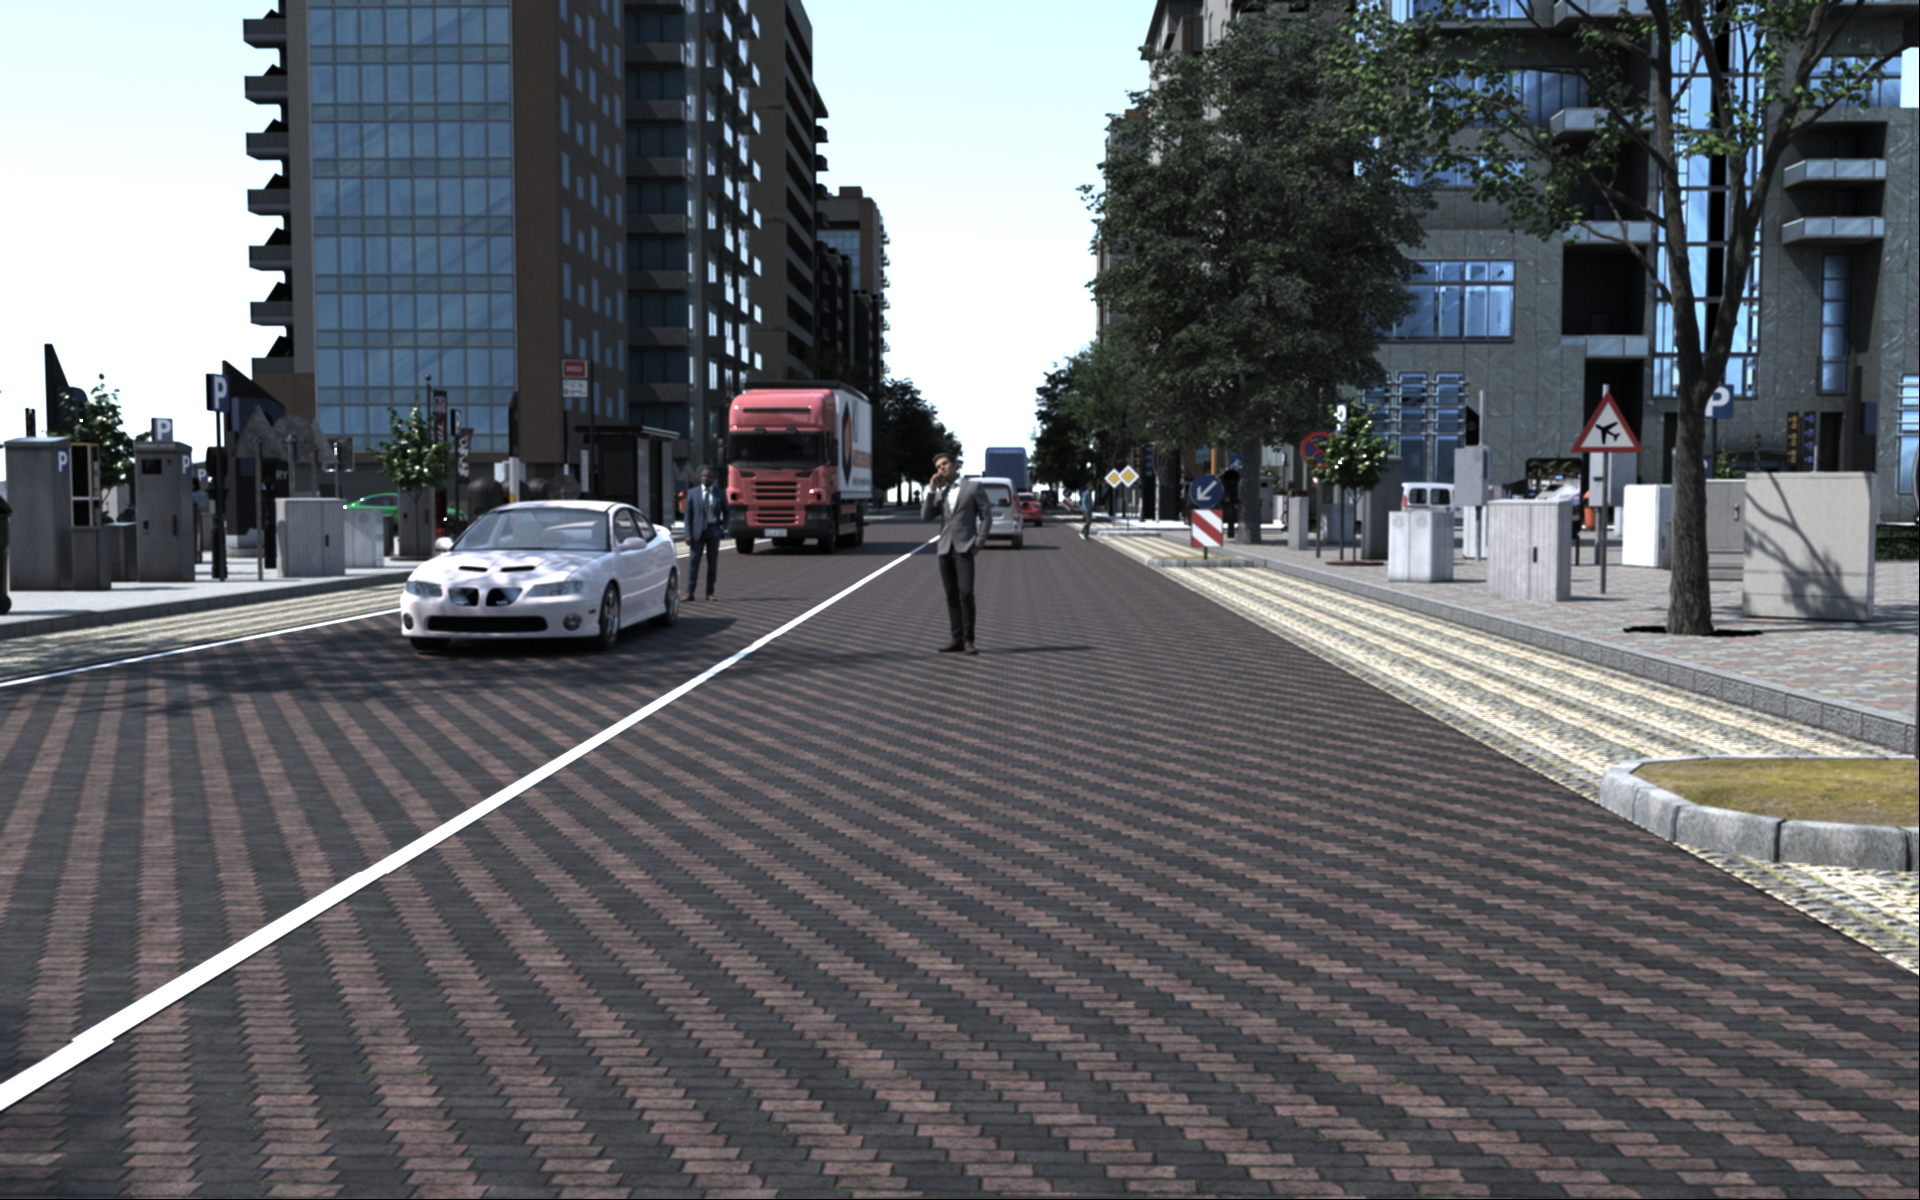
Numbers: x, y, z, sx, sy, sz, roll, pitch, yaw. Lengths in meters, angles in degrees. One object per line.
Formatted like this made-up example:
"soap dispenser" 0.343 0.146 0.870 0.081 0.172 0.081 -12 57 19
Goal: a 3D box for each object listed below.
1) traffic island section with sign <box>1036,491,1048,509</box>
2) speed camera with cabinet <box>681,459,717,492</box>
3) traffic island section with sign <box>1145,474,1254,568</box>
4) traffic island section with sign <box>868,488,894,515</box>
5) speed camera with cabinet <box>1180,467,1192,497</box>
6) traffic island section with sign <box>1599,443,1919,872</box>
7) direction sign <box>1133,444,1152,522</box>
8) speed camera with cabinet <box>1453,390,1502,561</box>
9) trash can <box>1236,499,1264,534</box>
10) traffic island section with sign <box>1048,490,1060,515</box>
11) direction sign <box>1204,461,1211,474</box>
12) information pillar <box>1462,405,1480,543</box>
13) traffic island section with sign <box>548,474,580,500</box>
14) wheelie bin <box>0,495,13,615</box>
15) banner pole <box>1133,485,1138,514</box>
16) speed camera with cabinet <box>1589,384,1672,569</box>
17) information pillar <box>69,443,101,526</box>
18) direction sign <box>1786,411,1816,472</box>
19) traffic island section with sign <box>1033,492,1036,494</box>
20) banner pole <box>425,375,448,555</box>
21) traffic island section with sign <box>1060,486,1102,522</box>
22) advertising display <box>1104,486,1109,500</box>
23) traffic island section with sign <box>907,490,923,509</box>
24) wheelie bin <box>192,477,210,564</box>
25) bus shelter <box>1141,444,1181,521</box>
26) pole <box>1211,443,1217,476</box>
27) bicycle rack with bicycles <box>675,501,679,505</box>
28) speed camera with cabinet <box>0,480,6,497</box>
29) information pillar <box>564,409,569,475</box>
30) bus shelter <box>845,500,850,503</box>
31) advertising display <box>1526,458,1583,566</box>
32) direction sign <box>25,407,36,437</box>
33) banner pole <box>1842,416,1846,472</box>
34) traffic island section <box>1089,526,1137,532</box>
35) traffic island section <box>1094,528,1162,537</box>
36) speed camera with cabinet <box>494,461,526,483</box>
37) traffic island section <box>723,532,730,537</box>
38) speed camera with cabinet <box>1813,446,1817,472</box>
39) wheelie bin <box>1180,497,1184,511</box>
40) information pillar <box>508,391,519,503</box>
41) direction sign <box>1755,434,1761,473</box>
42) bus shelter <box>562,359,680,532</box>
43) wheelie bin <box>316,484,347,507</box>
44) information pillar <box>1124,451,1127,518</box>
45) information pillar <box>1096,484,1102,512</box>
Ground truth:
"traffic island section with sign" 8.537 -9.632 166.104 1.989 1.847 2.006 0 4 2
"speed camera with cabinet" -14.606 -6.272 96.888 2.038 3.252 0.660 1 4 21
"traffic island section with sign" 4.703 -1.576 34.397 1.989 1.847 2.006 0 4 2
"traffic island section with sign" -5.510 -6.639 117.175 1.989 1.847 2.006 0 4 2
"speed camera with cabinet" 15.661 -7.952 124.347 2.038 3.252 0.660 -2 4 -31
"traffic island section with sign" 3.919 0.072 7.453 1.989 1.847 2.006 0 4 2
"direction sign" 8.338 -5.327 79.094 0.876 3.537 0.379 1 4 10
"speed camera with cabinet" 10.115 -2.415 33.825 0.660 3.252 2.038 2 4 27
"trash can" 7.913 -2.182 47.328 0.748 1.137 0.748 0 3 0
"traffic island section with sign" 7.111 -6.623 116.907 1.989 1.847 2.006 0 4 2
"direction sign" 16.948 -7.744 118.606 0.379 3.537 0.876 3 5 40
"information pillar" 13.502 -3.314 45.547 0.504 3.616 0.183 0 4 3
"traffic island section with sign" -7.932 -1.571 34.322 1.989 1.847 2.006 0 4 2
"wheelie bin" -10.510 -0.643 18.426 0.693 1.594 0.980 -3 5 -40
"banner pole" 11.500 -7.600 114.281 0.401 3.779 0.863 -1 4 -11
"speed camera with cabinet" 11.981 -2.223 30.676 0.660 3.252 2.038 -1 4 -13
"information pillar" -12.710 -1.266 25.184 0.304 2.012 0.304 0 4 -4
"direction sign" 23.140 -3.409 47.729 0.379 3.537 0.876 -2 4 -24
"traffic island section with sign" 9.332 -11.280 193.047 1.989 1.847 2.006 0 4 2
"banner pole" -11.071 -2.851 36.638 0.401 3.779 0.863 1 4 20
"traffic island section with sign" 6.292 -4.928 89.204 1.989 1.847 2.006 0 4 2
"advertising display" 12.168 -8.366 141.994 0.123 1.923 0.974 -2 4 -34
"traffic island section with sign" -4.072 -9.649 166.384 1.989 1.847 2.006 0 4 2
"wheelie bin" -14.258 -1.459 31.765 0.980 1.594 0.693 -1 4 -18
"bus shelter" 9.648 -5.687 84.262 1.731 3.624 6.357 0 4 2
"pole" 9.897 -4.507 67.529 0.158 3.312 0.155 0 3 0
"bicycle rack with bicycles" -14.099 -4.658 89.537 2.852 0.926 2.925 -1 4 -16
"speed camera with cabinet" -64.129 -7.499 116.937 0.660 3.252 2.038 0 4 3
"information pillar" -10.956 -3.478 48.224 0.183 3.616 0.504 -1 4 -9
"bus shelter" -8.514 -8.054 125.599 2.014 3.302 5.546 0 4 2
"advertising display" 10.627 -1.578 31.017 0.974 1.923 0.123 1 4 21
"direction sign" -24.452 -3.282 45.656 0.379 3.537 0.876 -1 4 -14
"banner pole" 28.417 -3.994 55.314 0.401 3.779 0.863 -2 4 -27
"traffic island section" 5.981 -2.739 67.063 2.009 0.180 2.903 0 4 2
"traffic island section" 5.748 -2.251 59.082 2.009 0.180 2.903 0 4 2
"speed camera with cabinet" -12.093 -3.336 48.877 0.660 3.252 2.038 3 5 44
"traffic island section" -7.187 -2.274 59.463 2.009 0.180 2.903 0 4 2
"speed camera with cabinet" 35.230 -4.651 70.376 0.660 3.252 2.038 0 4 3
"wheelie bin" 16.460 -7.365 128.330 0.980 1.594 0.693 0 4 6
"information pillar" -10.066 -2.921 39.119 0.183 3.616 0.504 0 4 2
"direction sign" 30.423 -4.533 66.118 0.379 3.537 0.876 1 4 15
"bus shelter" -10.687 -4.689 54.299 2.179 5.291 8.768 0 4 2
"wheelie bin" -19.201 -2.740 52.705 0.980 1.594 0.693 -2 4 -33
"information pillar" 9.032 -6.332 94.874 0.183 3.616 0.504 0 4 1
"information pillar" 9.732 -7.160 121.561 0.304 2.012 0.304 -2 4 -27
